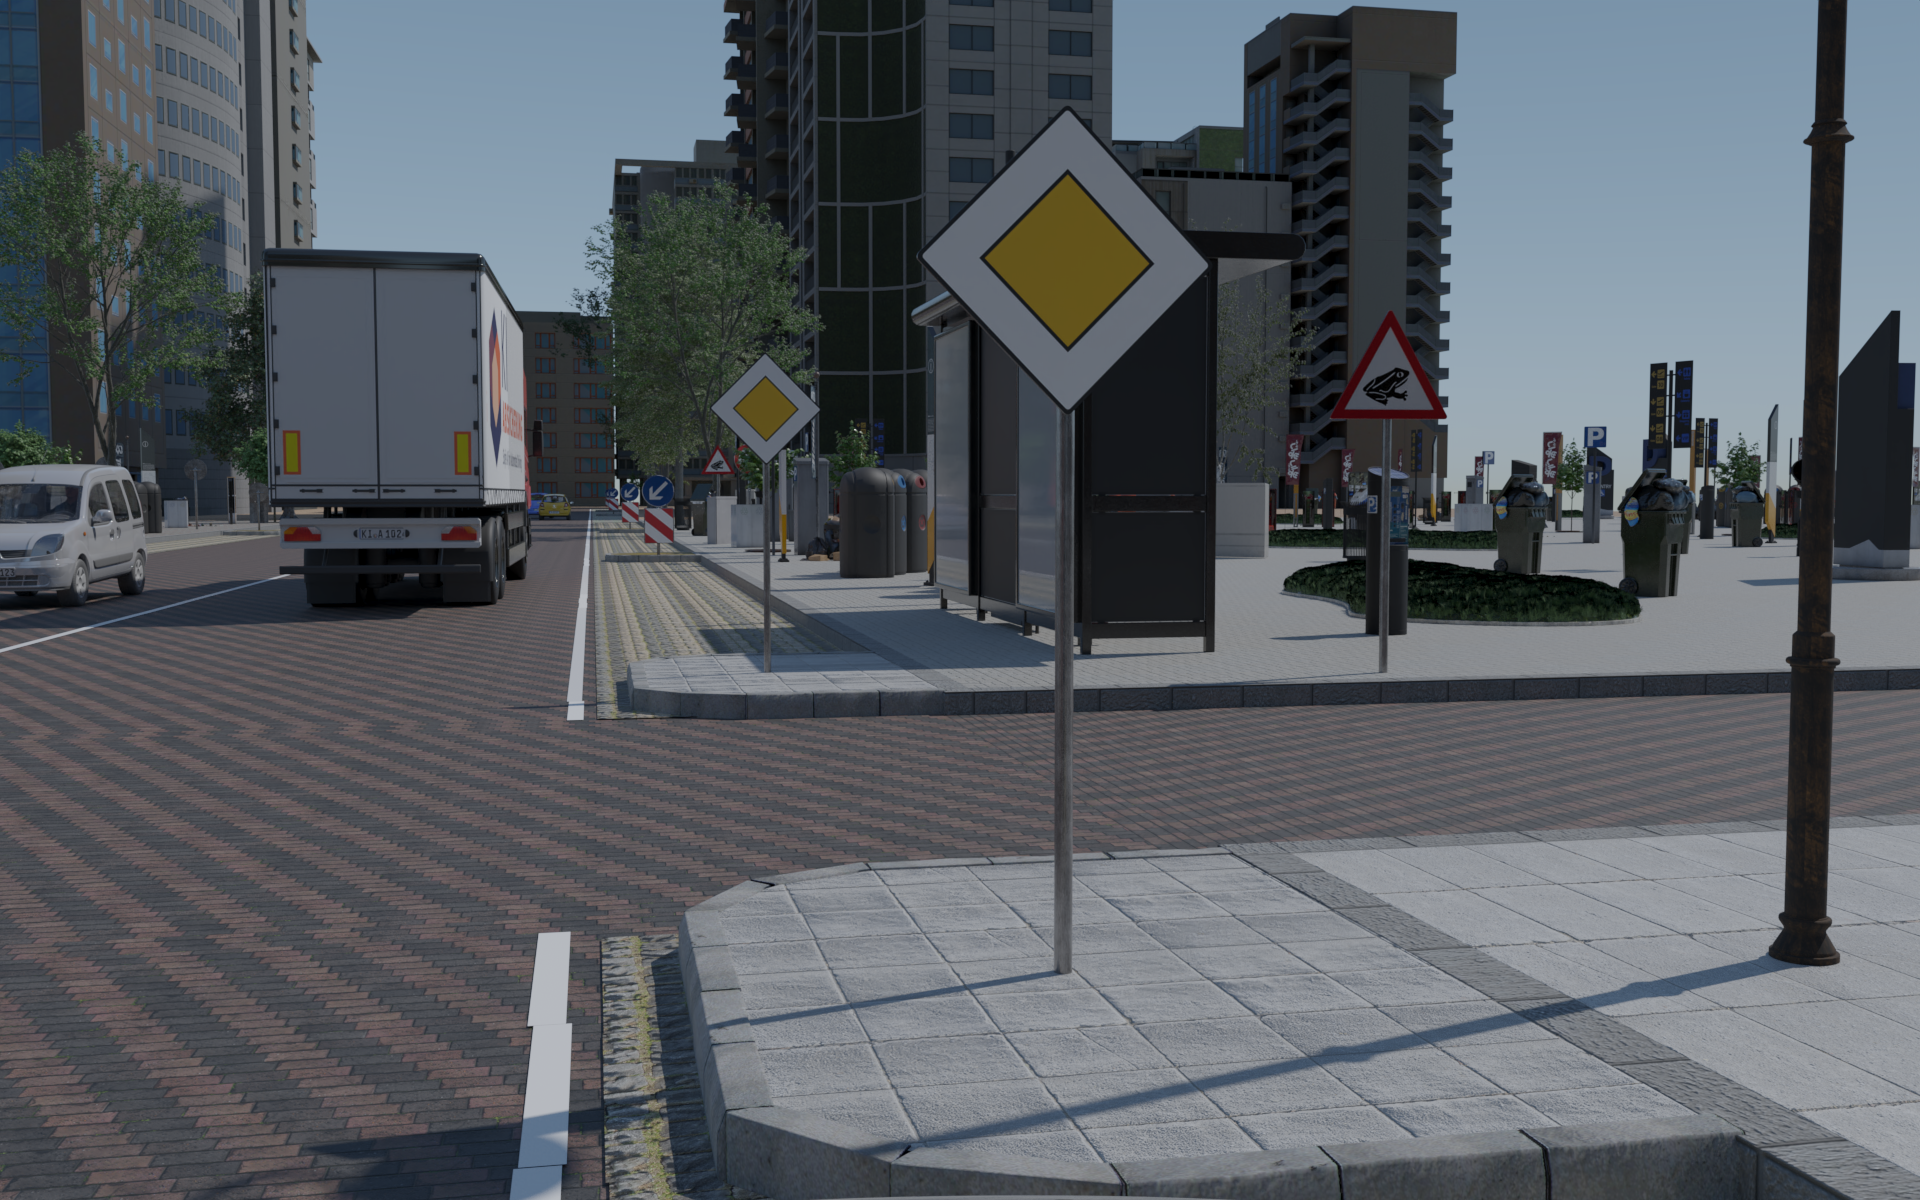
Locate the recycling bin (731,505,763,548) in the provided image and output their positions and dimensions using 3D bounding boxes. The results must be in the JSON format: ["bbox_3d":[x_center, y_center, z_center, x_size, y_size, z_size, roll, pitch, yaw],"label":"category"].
[{"bbox_3d":[-5.087,-1.780,41.655,0.722,1.027,0.722,-1,4,-20],"label":"recycling bin"}]

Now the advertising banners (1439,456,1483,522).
[{"bbox_3d":[23.175,-5.117,79.852,2.074,3.025,0.090,1,4,9],"label":"advertising banners"}]

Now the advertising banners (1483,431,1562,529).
[{"bbox_3d":[15.943,-3.231,49.017,2.074,3.025,0.090,2,4,32],"label":"advertising banners"}]

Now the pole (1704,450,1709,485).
[{"bbox_3d":[34.312,-5.247,79.634,0.158,3.312,0.155,0,3,0],"label":"pole"}]

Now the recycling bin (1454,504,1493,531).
[{"bbox_3d":[13.379,-1.994,45.154,0.722,1.027,0.722,-1,4,-18],"label":"recycling bin"}]

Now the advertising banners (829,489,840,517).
[{"bbox_3d":[-3.702,-3.466,52.863,0.090,3.025,2.074,3,5,44],"label":"advertising banners"}]

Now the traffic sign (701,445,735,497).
[{"bbox_3d":[-6.453,-2.828,46.238,0.884,2.594,0.081,0,4,-6],"label":"traffic sign"}]

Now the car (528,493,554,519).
[{"bbox_3d":[-24.963,-5.694,102.686,1.945,1.707,3.694,-1,4,-12],"label":"car"}]

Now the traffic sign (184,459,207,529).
[{"bbox_3d":[-27.772,-3.844,62.959,0.768,2.556,0.104,-1,4,-11],"label":"traffic sign"}]

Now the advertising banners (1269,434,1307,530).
[{"bbox_3d":[8.999,-3.333,50.678,2.074,3.025,0.090,1,4,15],"label":"advertising banners"}]

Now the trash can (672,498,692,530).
[{"bbox_3d":[-9.786,-3.029,61.177,0.748,1.137,0.748,0,3,0],"label":"trash can"}]

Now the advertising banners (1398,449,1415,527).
[{"bbox_3d":[16.995,-4.269,65.988,0.090,3.025,2.074,0,4,-3],"label":"advertising banners"}]

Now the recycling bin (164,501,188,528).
[{"bbox_3d":[-29.734,-3.250,65.695,0.722,1.027,0.722,-2,4,-34],"label":"recycling bin"}]

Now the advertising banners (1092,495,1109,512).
[{"bbox_3d":[1.787,-1.904,27.325,0.090,3.025,2.074,3,5,41],"label":"advertising banners"}]

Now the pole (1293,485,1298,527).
[{"bbox_3d":[12.991,-4.471,66.949,0.158,3.312,0.155,0,3,0],"label":"pole"}]

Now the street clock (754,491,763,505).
[{"bbox_3d":[-5.237,-2.507,45.552,0.471,2.002,0.358,3,5,42],"label":"street clock"}]

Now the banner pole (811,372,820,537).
[{"bbox_3d":[-2.959,-2.772,35.336,0.401,3.779,0.863,0,4,6],"label":"banner pole"}]

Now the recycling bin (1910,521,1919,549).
[{"bbox_3d":[22.055,-1.718,40.638,0.722,1.027,0.722,1,4,12],"label":"recycling bin"}]

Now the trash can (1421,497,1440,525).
[{"bbox_3d":[19.851,-3.758,73.099,0.748,1.137,0.748,0,3,0],"label":"trash can"}]

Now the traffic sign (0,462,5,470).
[{"bbox_3d":[-25.171,-2.748,44.926,0.884,2.594,0.081,0,4,-5],"label":"traffic sign"}]

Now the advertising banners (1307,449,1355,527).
[{"bbox_3d":[14.199,-4.323,66.868,2.074,3.025,0.090,0,4,4],"label":"advertising banners"}]

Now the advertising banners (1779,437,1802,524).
[{"bbox_3d":[25.739,-3.512,53.603,0.090,3.025,2.074,1,4,8],"label":"advertising banners"}]

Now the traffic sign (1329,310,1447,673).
[{"bbox_3d":[3.041,-0.756,12.372,0.884,2.594,0.081,-1,4,-10],"label":"traffic sign"}]

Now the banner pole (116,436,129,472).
[{"bbox_3d":[-35.966,-5.161,74.393,0.401,3.779,0.863,3,5,45],"label":"banner pole"}]

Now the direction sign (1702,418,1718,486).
[{"bbox_3d":[22.193,-3.643,51.567,0.876,3.537,0.379,-2,4,-24],"label":"direction sign"}]

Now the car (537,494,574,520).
[{"bbox_3d":[-22.568,-5.276,96.494,2.015,1.641,3.980,-1,4,-12],"label":"car"}]

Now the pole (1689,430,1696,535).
[{"bbox_3d":[23.195,-3.731,54.843,0.158,3.312,0.155,0,3,0],"label":"pole"}]

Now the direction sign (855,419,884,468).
[{"bbox_3d":[-2.708,-3.681,52.184,0.876,3.537,0.379,-1,4,-14],"label":"direction sign"}]

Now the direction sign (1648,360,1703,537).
[{"bbox_3d":[12.174,-2.308,29.739,0.379,3.537,0.876,-2,4,-27],"label":"direction sign"}]

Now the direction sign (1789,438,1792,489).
[{"bbox_3d":[33.477,-4.762,69.856,0.379,3.537,0.876,1,4,22],"label":"direction sign"}]

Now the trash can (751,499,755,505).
[{"bbox_3d":[-6.221,-2.606,54.260,0.748,1.137,0.748,0,3,0],"label":"trash can"}]

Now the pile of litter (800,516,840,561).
[{"bbox_3d":[-2.297,-1.204,33.643,1.719,0.858,1.176,-1,4,-15],"label":"pile of litter"}]

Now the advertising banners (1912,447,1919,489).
[{"bbox_3d":[35.981,-4.179,64.513,2.074,3.025,0.090,-2,4,-32],"label":"advertising banners"}]

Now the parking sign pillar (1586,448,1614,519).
[{"bbox_3d":[32.813,-6.136,88.792,1.447,3.967,1.447,0,4,-2],"label":"parking sign pillar"}]

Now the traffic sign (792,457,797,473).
[{"bbox_3d":[-4.125,-2.362,40.746,0.606,2.300,0.079,0,4,-6],"label":"traffic sign"}]

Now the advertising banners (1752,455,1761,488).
[{"bbox_3d":[36.234,-4.958,77.254,2.074,3.025,0.090,3,5,39],"label":"advertising banners"}]

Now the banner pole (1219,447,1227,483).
[{"bbox_3d":[12.162,-5.569,81.075,0.863,3.779,0.401,3,4,39],"label":"banner pole"}]

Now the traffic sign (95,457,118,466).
[{"bbox_3d":[-28.904,-3.583,58.692,0.768,2.556,0.104,0,4,-7],"label":"traffic sign"}]

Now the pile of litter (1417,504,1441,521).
[{"bbox_3d":[22.384,-4.212,82.829,1.719,0.858,1.176,0,4,7],"label":"pile of litter"}]

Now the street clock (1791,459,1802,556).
[{"bbox_3d":[17.331,-1.898,35.597,0.471,2.002,0.358,1,4,18],"label":"street clock"}]

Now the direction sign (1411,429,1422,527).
[{"bbox_3d":[16.003,-4.207,60.774,0.379,3.537,0.876,-1,4,-9],"label":"direction sign"}]

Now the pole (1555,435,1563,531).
[{"bbox_3d":[20.534,-4.007,59.352,0.158,3.312,0.155,0,3,0],"label":"pole"}]

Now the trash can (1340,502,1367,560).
[{"bbox_3d":[7.611,-1.307,33.020,0.748,1.137,0.748,0,3,0],"label":"trash can"}]
